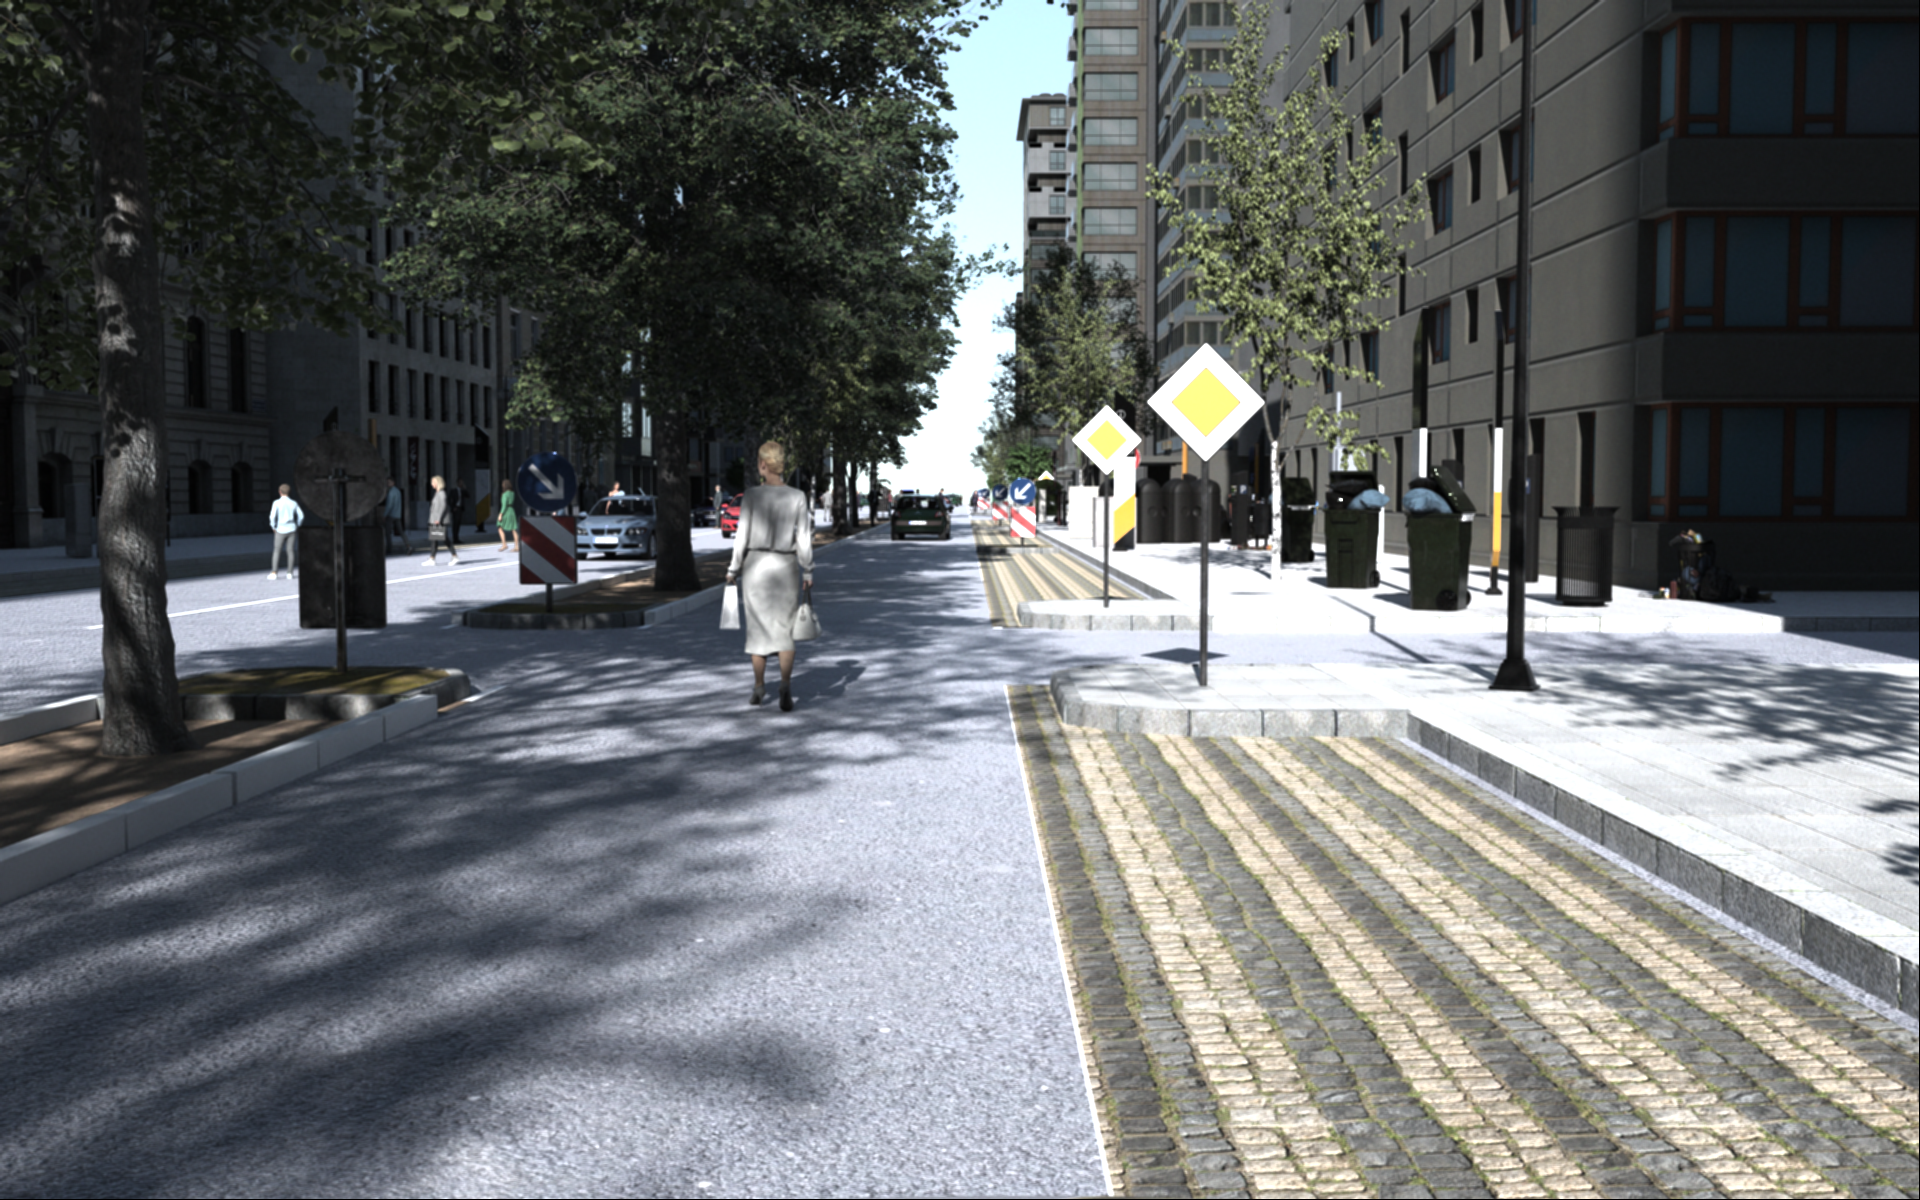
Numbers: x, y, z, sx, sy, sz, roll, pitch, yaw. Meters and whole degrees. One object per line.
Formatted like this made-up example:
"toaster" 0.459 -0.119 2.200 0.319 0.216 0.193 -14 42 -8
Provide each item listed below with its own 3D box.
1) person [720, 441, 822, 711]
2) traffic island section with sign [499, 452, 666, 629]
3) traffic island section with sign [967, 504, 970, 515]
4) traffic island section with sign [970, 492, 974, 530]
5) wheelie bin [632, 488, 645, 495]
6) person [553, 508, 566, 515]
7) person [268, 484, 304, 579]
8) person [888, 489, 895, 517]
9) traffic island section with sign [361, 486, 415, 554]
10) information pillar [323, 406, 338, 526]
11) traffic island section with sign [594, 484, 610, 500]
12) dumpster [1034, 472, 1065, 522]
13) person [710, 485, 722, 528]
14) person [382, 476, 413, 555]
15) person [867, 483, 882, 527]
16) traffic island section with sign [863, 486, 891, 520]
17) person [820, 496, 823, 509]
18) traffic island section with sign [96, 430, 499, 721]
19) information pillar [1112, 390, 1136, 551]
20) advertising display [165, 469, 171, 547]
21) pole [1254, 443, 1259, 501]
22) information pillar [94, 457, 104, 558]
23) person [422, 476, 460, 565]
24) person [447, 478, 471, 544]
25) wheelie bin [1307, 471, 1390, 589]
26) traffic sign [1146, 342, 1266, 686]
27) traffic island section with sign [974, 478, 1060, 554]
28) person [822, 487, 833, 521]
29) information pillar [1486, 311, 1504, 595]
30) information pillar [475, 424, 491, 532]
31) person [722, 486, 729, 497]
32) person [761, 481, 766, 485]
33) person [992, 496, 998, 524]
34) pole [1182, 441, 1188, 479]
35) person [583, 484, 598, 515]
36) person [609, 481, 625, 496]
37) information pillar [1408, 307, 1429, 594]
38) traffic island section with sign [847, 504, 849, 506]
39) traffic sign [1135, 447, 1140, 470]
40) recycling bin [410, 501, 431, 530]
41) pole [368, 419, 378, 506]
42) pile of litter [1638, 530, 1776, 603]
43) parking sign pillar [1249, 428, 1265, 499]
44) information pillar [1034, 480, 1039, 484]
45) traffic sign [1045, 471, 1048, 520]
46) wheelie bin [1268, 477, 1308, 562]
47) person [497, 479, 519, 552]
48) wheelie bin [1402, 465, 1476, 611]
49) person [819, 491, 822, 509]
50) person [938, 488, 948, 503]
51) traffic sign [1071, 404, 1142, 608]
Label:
"person" -1.280 -0.163 11.516 0.694 1.780 0.624 0 4 2
"traffic island section with sign" -4.429 -0.681 19.263 2.006 1.907 1.989 0 4 0
"traffic island section with sign" 1.625 -6.756 119.086 1.989 1.847 2.006 0 4 0
"traffic island section with sign" 1.489 -3.710 69.290 1.989 1.847 2.006 0 4 0
"wheelie bin" -16.237 -4.874 87.597 0.693 1.594 0.980 0 4 1
"person" -11.201 -2.453 48.632 0.654 1.822 0.581 1 4 23
"person" -11.455 -1.169 29.420 0.589 1.601 0.330 -2 4 -30
"person" -4.299 -6.072 108.489 0.721 1.743 1.217 -1 4 -17
"traffic island section with sign" -14.357 -2.038 41.955 1.989 1.847 2.006 0 4 0
"information pillar" -16.644 -3.337 45.916 0.183 3.616 0.504 1 4 20
"traffic island section with sign" -14.290 -3.687 68.910 1.989 1.847 2.006 0 4 0
"dumpster" 3.952 -4.641 78.372 1.502 2.255 1.985 0 4 0
"person" -10.159 -3.888 72.252 0.590 1.801 0.661 -1 4 -16
"person" -13.165 -1.956 40.344 0.748 1.841 0.638 1 4 20
"person" -3.690 -4.120 75.223 0.474 1.900 0.648 2 4 28
"traffic island section with sign" -4.232 -5.276 94.402 2.006 1.907 1.989 0 4 0
"person" -13.211 -9.500 167.019 0.628 1.438 0.799 0 4 4
"traffic island section with sign" -4.460 -0.227 11.856 2.006 1.907 1.989 0 4 0
"information pillar" 3.680 -2.905 38.856 0.504 3.616 0.183 0 4 3
"advertising display" -19.726 -2.256 42.094 0.974 1.923 0.123 -2 4 -32
"pole" 11.884 -4.621 69.396 0.158 3.312 0.155 0 3 0
"information pillar" -17.128 -1.851 34.760 0.304 2.012 0.304 0 4 5
"person" -10.443 -1.601 34.852 0.728 1.800 0.709 -2 4 -26
"person" -14.399 -2.568 49.841 0.474 1.900 0.648 1 4 20
"wheelie bin" 5.383 -0.965 23.679 0.980 1.594 0.693 2 4 31
"traffic sign" 1.625 -0.482 11.524 0.795 2.450 0.064 0 4 0
"traffic island section with sign" 1.401 -2.062 42.335 1.989 1.847 2.006 0 4 0
"person" -6.958 -5.025 90.928 0.678 1.792 0.850 1 4 11
"information pillar" 6.820 -1.874 21.992 0.183 3.616 0.504 1 4 13
"information pillar" -15.939 -4.064 57.796 0.504 3.616 0.183 0 4 8
"person" -12.556 -5.162 92.761 0.748 1.841 0.638 3 5 44
"person" -6.168 -2.837 54.791 0.656 1.842 0.836 -1 4 -10
"person" 1.708 -4.431 81.190 0.600 1.795 0.529 2 4 27
"pole" 7.962 -4.127 61.313 0.158 3.312 0.155 0 3 0
"person" -14.259 -3.582 67.166 0.694 1.812 0.767 1 4 9
"person" -10.193 -2.611 51.292 0.616 1.811 0.778 -1 4 -15
"information pillar" 5.838 -1.875 22.009 0.183 3.616 0.504 0 4 2
"traffic island section with sign" -13.856 -13.394 227.627 1.989 1.847 2.006 0 4 0
"traffic sign" 4.120 -2.642 43.305 0.768 2.556 0.104 0 4 6
"recycling bin" -19.136 -3.008 61.734 0.722 1.027 0.722 -3 4 -38
"pole" -15.960 -3.259 47.131 0.158 3.312 0.155 0 3 0
"pile of litter" 9.093 -0.435 21.082 1.176 0.858 1.719 -1 4 -14
"parking sign pillar" 12.069 -5.012 70.415 1.447 3.967 1.447 1 4 19
"information pillar" 3.925 -5.097 87.836 0.304 2.012 0.304 1 4 18
"traffic sign" 4.271 -5.170 85.714 0.795 2.450 0.064 1 4 9
"wheelie bin" 6.259 -1.518 32.735 0.980 1.594 0.693 -1 4 -18
"person" -11.233 -2.098 43.051 0.529 1.795 0.600 0 4 5
"wheelie bin" 5.304 -0.693 19.237 0.693 1.594 0.980 2 4 30
"person" -13.451 -9.760 168.527 0.568 1.767 0.683 0 4 2
"person" -0.965 -5.515 99.122 0.568 1.767 0.683 0 4 1
"traffic sign" 1.647 -0.970 19.509 0.795 2.450 0.064 0 4 0
